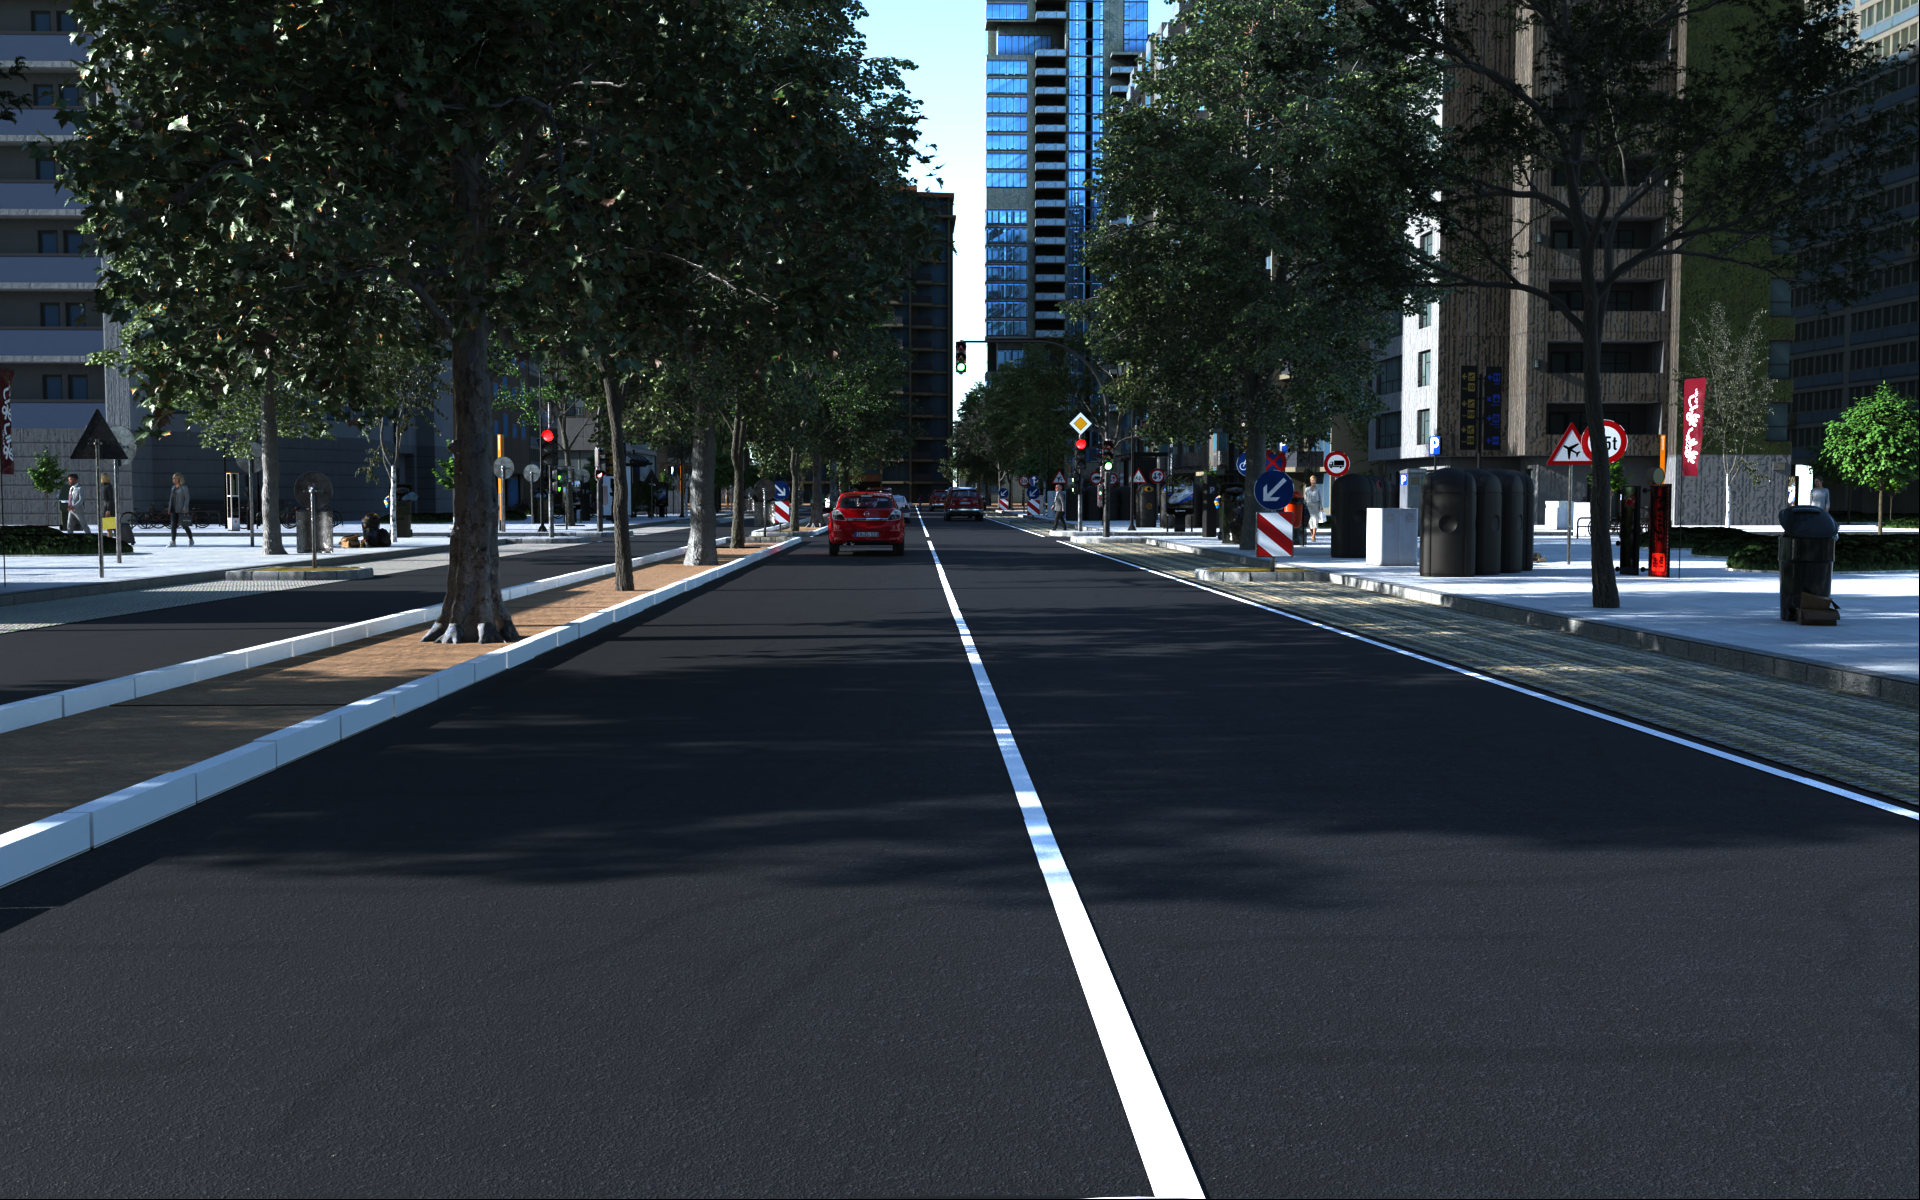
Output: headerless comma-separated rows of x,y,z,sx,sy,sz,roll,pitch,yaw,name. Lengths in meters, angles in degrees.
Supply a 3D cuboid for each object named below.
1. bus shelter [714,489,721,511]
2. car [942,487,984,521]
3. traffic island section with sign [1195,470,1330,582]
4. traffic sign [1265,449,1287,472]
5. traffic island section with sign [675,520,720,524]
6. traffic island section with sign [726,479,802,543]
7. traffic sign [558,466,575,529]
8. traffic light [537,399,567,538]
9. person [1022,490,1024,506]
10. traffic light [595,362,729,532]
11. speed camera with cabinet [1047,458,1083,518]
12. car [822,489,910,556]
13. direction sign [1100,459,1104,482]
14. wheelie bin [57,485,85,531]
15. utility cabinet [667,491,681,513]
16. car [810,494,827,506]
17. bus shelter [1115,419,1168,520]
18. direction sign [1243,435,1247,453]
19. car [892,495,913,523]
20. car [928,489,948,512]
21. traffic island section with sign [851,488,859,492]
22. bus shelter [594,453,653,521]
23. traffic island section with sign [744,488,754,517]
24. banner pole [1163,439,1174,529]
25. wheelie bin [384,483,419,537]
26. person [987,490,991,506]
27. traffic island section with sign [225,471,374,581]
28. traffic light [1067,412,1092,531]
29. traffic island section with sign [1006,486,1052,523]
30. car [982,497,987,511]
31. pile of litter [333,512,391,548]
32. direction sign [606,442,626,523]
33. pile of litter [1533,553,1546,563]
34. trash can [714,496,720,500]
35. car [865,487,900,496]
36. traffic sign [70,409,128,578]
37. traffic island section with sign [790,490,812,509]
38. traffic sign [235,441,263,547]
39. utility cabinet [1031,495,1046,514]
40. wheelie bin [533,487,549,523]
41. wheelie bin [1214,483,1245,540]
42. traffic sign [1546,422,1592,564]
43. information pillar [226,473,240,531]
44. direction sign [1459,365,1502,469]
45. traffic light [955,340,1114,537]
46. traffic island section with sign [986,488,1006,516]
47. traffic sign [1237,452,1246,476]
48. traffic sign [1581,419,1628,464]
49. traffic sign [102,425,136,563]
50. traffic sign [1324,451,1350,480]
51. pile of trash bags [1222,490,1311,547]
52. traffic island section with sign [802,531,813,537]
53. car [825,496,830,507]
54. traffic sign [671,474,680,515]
-18.577,-8.403,128.666,1.731,3.624,6.357,0,4,-2,bus shelter
0.174,-5.176,93.293,2.281,1.827,5.304,0,4,-2,car
5.006,-1.250,29.072,1.989,1.847,2.006,0,4,-2,traffic island section with sign
8.759,-2.965,48.577,0.768,2.556,0.104,0,4,7,traffic sign
-12.647,-4.591,83.696,1.989,1.847,2.006,0,4,-2,traffic island section with sign
-5.860,-2.651,51.486,2.006,1.907,1.989,0,4,-2,traffic island section with sign
-14.270,-3.711,62.798,0.606,2.300,0.079,0,4,-1,traffic sign
-12.025,-3.794,50.945,0.839,4.253,0.868,0,4,-2,traffic light
6.922,-11.013,186.900,0.445,1.727,0.742,-1,4,-22,person
-10.160,-5.159,59.020,4.771,5.953,1.251,0,4,-2,traffic light
5.668,-6.045,93.175,2.038,3.252,0.660,-2,4,-34,speed camera with cabinet
-2.269,-2.010,41.907,2.155,1.783,4.494,0,4,-3,car
8.114,-6.481,97.953,0.379,3.537,0.876,2,4,28,direction sign
-31.015,-3.213,60.443,0.980,1.594,0.693,0,4,-1,wheelie bin
-18.733,-6.382,113.022,1.173,1.500,0.318,-2,4,-34,utility cabinet
-16.057,-11.480,196.497,1.959,1.807,4.718,0,4,-3,car
9.399,-6.918,90.741,2.179,5.291,8.768,0,4,-1,bus shelter
10.765,-4.440,64.597,0.379,3.537,0.876,-1,4,-18,direction sign
-3.413,-4.557,86.870,2.083,1.381,4.827,0,4,-2,car
-1.494,-8.149,141.907,2.281,1.827,5.304,0,4,-2,car
-8.177,-7.698,133.999,2.006,1.907,1.989,0,4,-2,traffic island section with sign
-16.608,-5.617,85.753,2.014,3.302,5.546,0,4,-2,bus shelter
-13.415,-6.239,110.640,1.989,1.847,2.006,0,4,-2,traffic island section with sign
7.777,-4.531,64.103,0.401,3.779,0.863,0,4,-7,banner pole
-16.522,-2.650,51.232,0.980,1.594,0.693,-1,4,-16,wheelie bin
3.129,-11.272,190.871,0.750,1.759,0.617,2,4,31,person
-11.127,-1.272,29.432,1.989,1.847,2.006,0,4,-2,traffic island section with sign
4.105,-4.311,59.400,0.839,4.253,0.868,0,4,-2,traffic light
3.435,-4.665,84.900,1.989,1.847,2.006,0,4,-2,traffic island section with sign
1.366,-8.627,150.833,2.009,1.686,4.222,0,4,-2,car
-14.440,-1.700,41.759,1.176,0.858,1.719,2,4,31,pile of litter
-15.040,-5.122,75.739,0.876,3.537,0.379,-1,4,-23,direction sign
10.516,-1.167,33.048,1.176,0.858,1.719,0,4,2,pile of litter
-17.612,-6.902,124.503,0.748,1.137,0.748,0,3,0,trash can
-4.576,-5.507,98.714,2.281,1.827,5.304,0,4,0,car
-13.160,-1.619,26.478,0.884,2.594,0.081,0,4,0,traffic sign
-14.841,-9.337,161.293,1.989,1.847,2.006,0,4,-2,traffic island section with sign
-17.182,-2.561,41.978,0.768,2.556,0.104,0,4,0,traffic sign
4.943,-5.999,109.239,1.020,1.237,0.306,-3,5,-42,utility cabinet
-18.580,-4.214,76.804,0.693,1.594,0.980,-3,5,-39,wheelie bin
7.592,-2.465,48.213,0.980,1.594,0.693,0,4,-6,wheelie bin
11.096,-1.927,31.506,0.884,2.594,0.081,0,4,3,traffic sign
-25.175,-3.394,59.992,0.304,2.012,0.304,3,5,40,information pillar
9.205,-2.367,30.701,0.876,3.537,0.379,-1,4,-21,direction sign
2.241,-4.682,51.219,4.771,5.953,1.251,0,4,-2,traffic light
2.678,-6.323,112.001,1.989,1.847,2.006,0,4,-2,traffic island section with sign
8.576,-3.134,51.346,0.768,2.556,0.104,0,4,6,traffic sign
11.006,-1.808,29.666,0.768,2.556,0.104,0,4,8,traffic sign
-15.600,-1.954,32.055,0.768,2.556,0.104,0,4,5,traffic sign
11.138,-3.131,51.291,0.768,2.556,0.104,0,4,2,traffic sign
7.935,-2.076,43.697,1.912,1.369,3.447,-1,4,-10,pile of trash bags
-6.058,-3.104,58.891,2.006,1.907,1.989,0,4,-2,traffic island section with sign
-12.013,-9.515,167.930,2.083,1.381,4.827,0,4,-1,car
-17.579,-6.597,107.867,0.884,2.594,0.081,0,4,1,traffic sign
